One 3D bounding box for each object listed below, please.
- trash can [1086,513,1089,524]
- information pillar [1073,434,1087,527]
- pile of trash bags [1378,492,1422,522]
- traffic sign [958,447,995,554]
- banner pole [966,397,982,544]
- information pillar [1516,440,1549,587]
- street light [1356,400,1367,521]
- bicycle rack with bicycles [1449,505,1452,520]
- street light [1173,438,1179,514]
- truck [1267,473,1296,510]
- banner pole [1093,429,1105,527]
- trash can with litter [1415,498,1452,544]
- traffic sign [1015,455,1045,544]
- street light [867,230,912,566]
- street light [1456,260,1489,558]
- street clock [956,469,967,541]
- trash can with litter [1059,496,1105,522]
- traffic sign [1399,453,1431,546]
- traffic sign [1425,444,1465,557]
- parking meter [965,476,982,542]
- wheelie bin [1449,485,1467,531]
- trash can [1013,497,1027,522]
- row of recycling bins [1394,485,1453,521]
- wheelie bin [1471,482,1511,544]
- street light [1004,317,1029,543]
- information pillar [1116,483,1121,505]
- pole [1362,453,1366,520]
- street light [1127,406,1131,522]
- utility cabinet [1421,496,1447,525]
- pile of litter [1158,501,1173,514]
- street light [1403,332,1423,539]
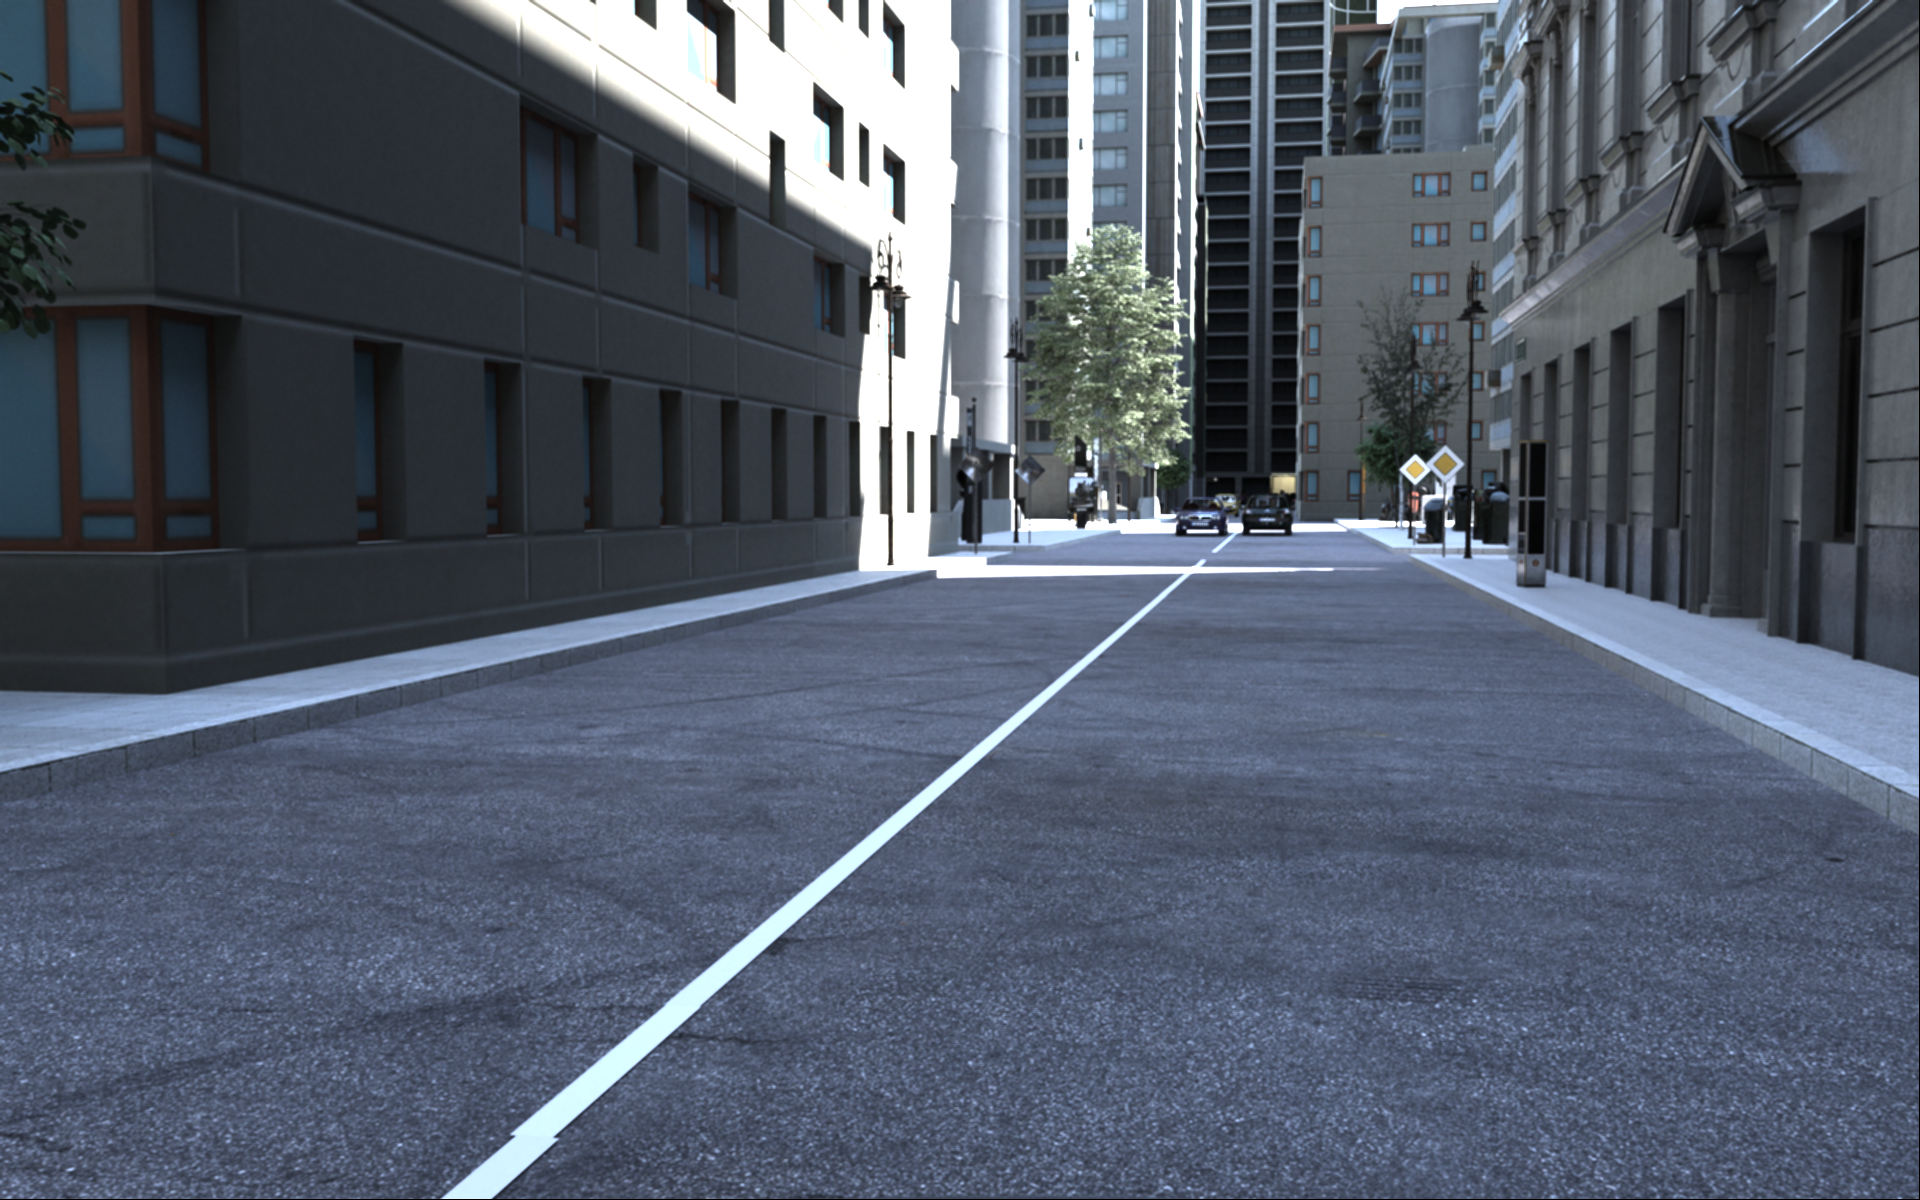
[{"bbox_3d":[5.315,-3.891,75.268,0.748,1.137,0.748,0,3,0],"label":"trash can"},{"bbox_3d":[4.709,-4.672,67.735,0.504,3.616,0.183,2,4,24],"label":"information pillar"},{"bbox_3d":[20.589,-4.296,79.999,1.912,1.369,3.447,0,4,0],"label":"pile of trash bags"},{"bbox_3d":[0.346,-2.034,36.901,0.795,2.450,0.064,1,4,10],"label":"traffic sign"},{"bbox_3d":[0.293,-3.335,44.549,0.401,3.779,0.863,1,4,17],"label":"banner pole"},{"bbox_3d":[7.894,-1.186,23.887,0.304,2.012,0.304,0,4,-5],"label":"information pillar"},{"bbox_3d":[19.159,-6.724,82.727,0.468,5.910,1.993,1,4,10],"label":"street light"},{"bbox_3d":[25.082,-4.385,85.079,2.852,0.926,2.925,-1,4,-22],"label":"bicycle rack with bicycles"},{"bbox_3d":[14.186,-8.605,113.482,0.468,5.910,1.993,1,4,10],"label":"street light"},{"bbox_3d":[29.922,-10.006,159.520,3.469,3.379,9.791,1,4,11],"label":"truck"},{"bbox_3d":[5.331,-4.708,66.993,0.401,3.779,0.863,-2,4,-24],"label":"banner pole"},{"bbox_3d":[12.217,-2.040,44.749,0.624,1.170,1.055,3,4,39],"label":"trash can with litter"},{"bbox_3d":[1.804,-2.514,44.752,0.795,2.450,0.064,1,4,10],"label":"traffic sign"},{"bbox_3d":[-1.229,-3.536,30.605,0.468,5.910,1.993,1,4,10],"label":"street light"},{"bbox_3d":[10.152,-3.771,34.444,0.468,5.910,1.993,1,4,10],"label":"street light"},{"bbox_3d":[0.144,-2.646,47.826,0.471,2.002,0.358,-1,4,-12],"label":"street clock"},{"bbox_3d":[5.660,-4.163,79.117,2.233,1.210,1.678,1,4,14],"label":"trash can with litter"},{"bbox_3d":[11.283,-2.406,42.978,0.795,2.450,0.064,1,4,10],"label":"traffic sign"},{"bbox_3d":[9.824,-1.926,35.126,0.795,2.450,0.064,1,4,10],"label":"traffic sign"},{"bbox_3d":[0.364,-2.438,45.573,0.399,1.863,0.255,3,4,36],"label":"parking meter"},{"bbox_3d":[17.354,-3.167,59.682,0.980,1.594,0.693,1,4,10],"label":"wheelie bin"},{"bbox_3d":[2.566,-3.936,76.004,0.748,1.137,0.748,0,3,0],"label":"trash can"},{"bbox_3d":[22.425,-4.597,82.268,3.534,1.692,1.069,1,4,18],"label":"row of recycling bins"},{"bbox_3d":[13.712,-2.224,44.264,0.693,1.594,0.980,-1,4,-19],"label":"wheelie bin"},{"bbox_3d":[1.481,-4.446,45.479,0.468,5.910,1.993,1,4,10],"label":"street light"},{"bbox_3d":[10.660,-6.853,116.534,0.304,2.012,0.304,0,4,2],"label":"information pillar"},{"bbox_3d":[19.965,-5.611,85.583,0.158,3.312,0.155,0,3,0],"label":"pole"},{"bbox_3d":[7.755,-6.509,79.211,0.468,5.910,1.993,1,4,10],"label":"street light"},{"bbox_3d":[19.783,-3.737,72.268,1.020,1.237,0.306,3,5,43],"label":"utility cabinet"},{"bbox_3d":[13.046,-5.933,110.973,1.719,0.858,1.176,-3,4,-36],"label":"pile of litter"},{"bbox_3d":[12.923,-4.694,49.527,0.468,5.910,1.993,1,4,10],"label":"street light"}]
